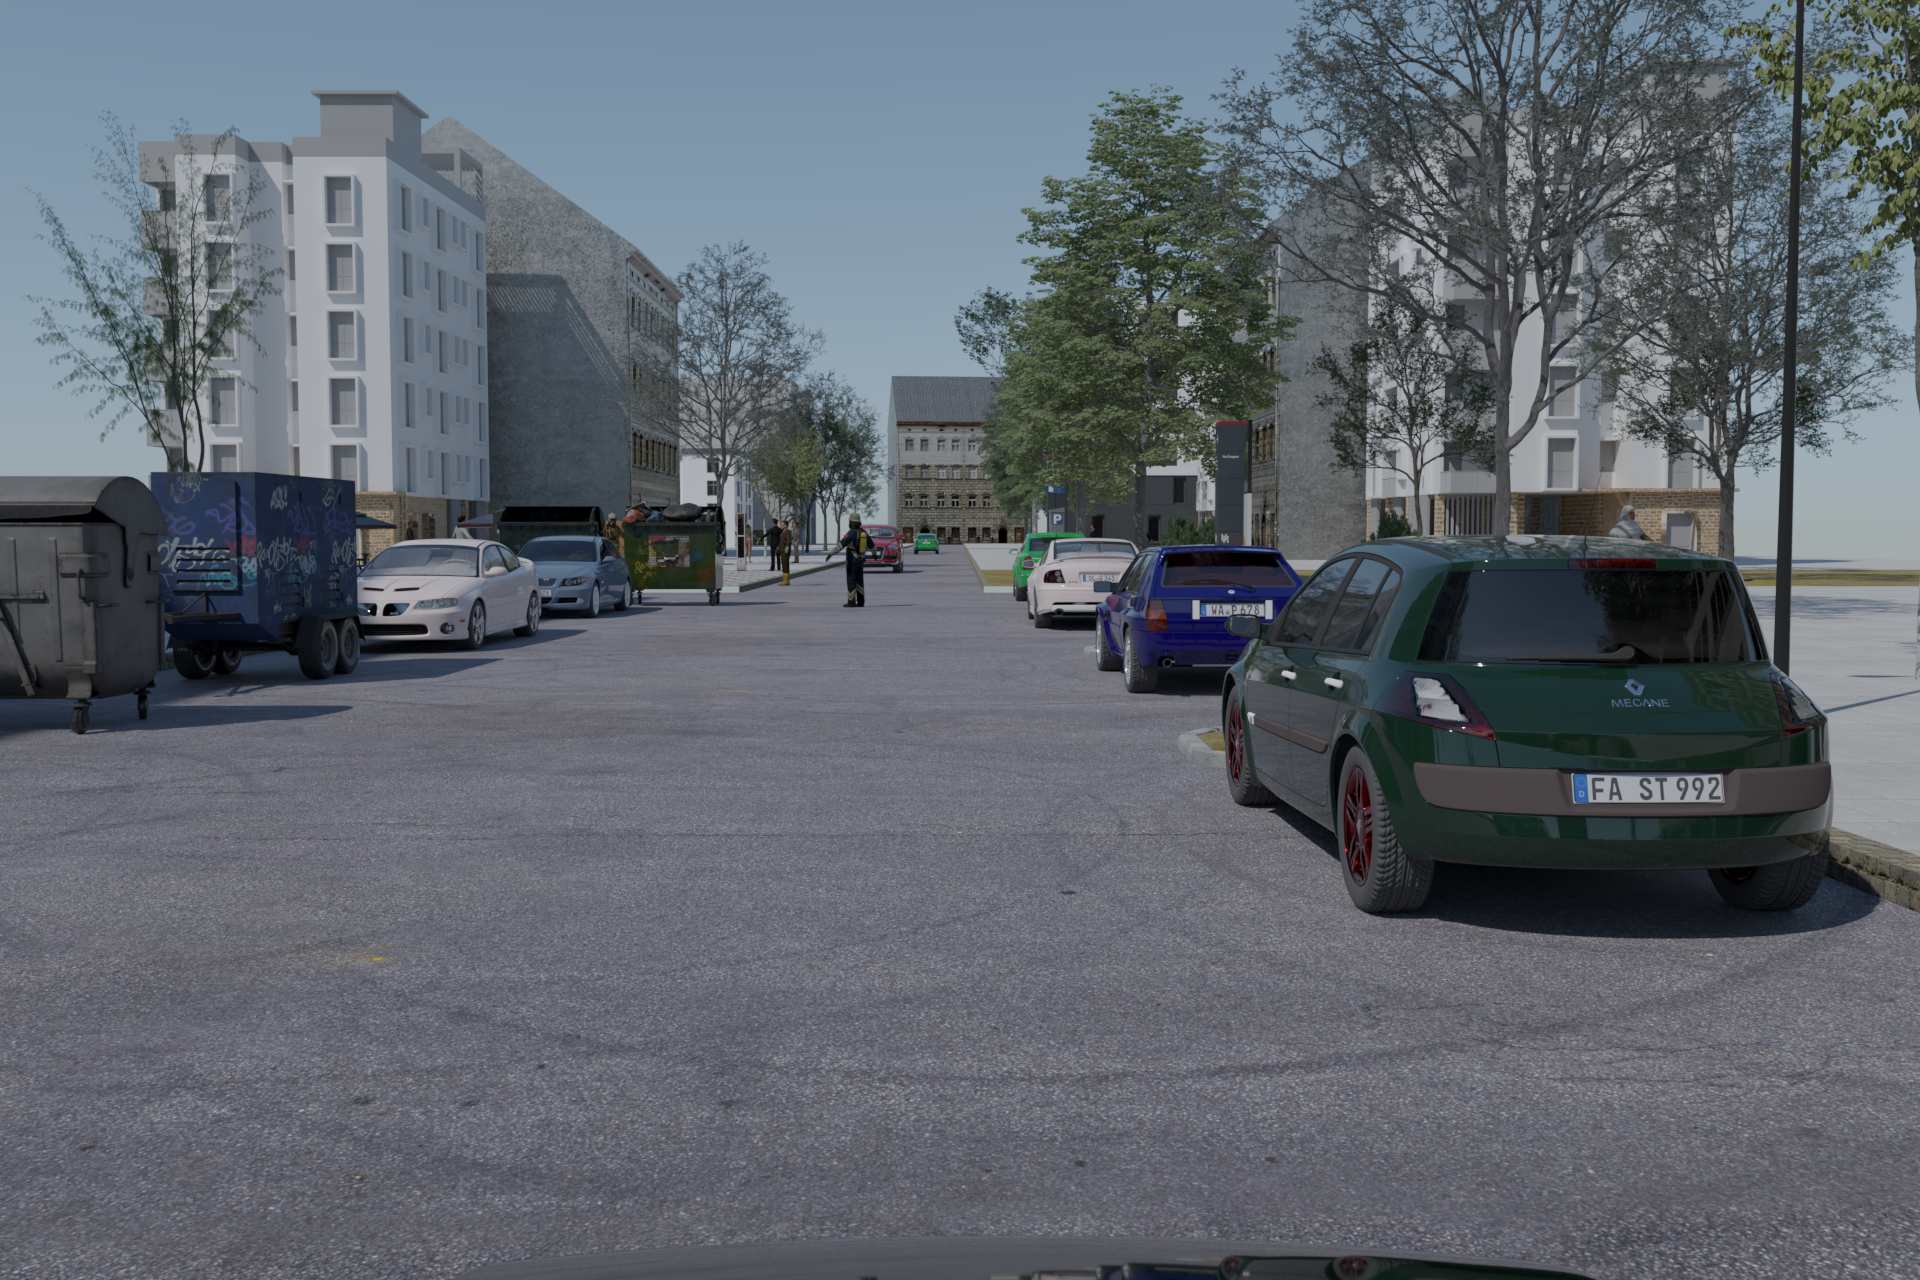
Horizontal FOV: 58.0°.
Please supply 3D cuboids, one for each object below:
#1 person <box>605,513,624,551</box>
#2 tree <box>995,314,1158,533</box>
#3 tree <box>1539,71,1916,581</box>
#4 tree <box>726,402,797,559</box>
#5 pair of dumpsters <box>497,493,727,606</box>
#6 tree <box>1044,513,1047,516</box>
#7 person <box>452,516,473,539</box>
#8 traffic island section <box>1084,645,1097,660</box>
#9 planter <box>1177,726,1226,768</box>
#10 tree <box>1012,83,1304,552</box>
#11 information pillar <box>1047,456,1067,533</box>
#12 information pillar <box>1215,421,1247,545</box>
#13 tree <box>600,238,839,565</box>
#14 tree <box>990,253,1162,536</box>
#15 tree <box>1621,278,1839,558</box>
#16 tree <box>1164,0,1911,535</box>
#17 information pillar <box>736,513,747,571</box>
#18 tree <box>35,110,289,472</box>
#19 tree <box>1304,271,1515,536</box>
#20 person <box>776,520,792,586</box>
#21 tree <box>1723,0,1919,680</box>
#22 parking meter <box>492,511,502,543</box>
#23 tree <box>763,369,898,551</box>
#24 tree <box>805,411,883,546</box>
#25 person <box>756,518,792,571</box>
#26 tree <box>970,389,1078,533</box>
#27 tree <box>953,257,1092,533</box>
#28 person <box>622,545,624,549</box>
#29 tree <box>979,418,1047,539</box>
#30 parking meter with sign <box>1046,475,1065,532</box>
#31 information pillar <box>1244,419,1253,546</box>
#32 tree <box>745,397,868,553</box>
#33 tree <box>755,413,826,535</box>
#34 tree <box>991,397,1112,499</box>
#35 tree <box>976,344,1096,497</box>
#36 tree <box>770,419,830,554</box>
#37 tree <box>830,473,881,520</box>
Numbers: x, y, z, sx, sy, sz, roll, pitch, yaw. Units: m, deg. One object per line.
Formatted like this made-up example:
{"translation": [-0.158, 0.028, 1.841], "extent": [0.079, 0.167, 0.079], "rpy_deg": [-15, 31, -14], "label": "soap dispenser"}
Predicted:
{"translation": [-9.414, -2.519, 46.961], "extent": [1.354, 1.858, 0.705], "rpy_deg": [-3, 4, -36], "label": "person"}
{"translation": [5.537, -9.550, 81.891], "extent": [9.928, 11.665, 9.643], "rpy_deg": [0, 3, 0], "label": "tree"}
{"translation": [20.972, -8.361, 47.079], "extent": [12.009, 13.543, 11.850], "rpy_deg": [0, 3, 0], "label": "tree"}
{"translation": [-10.174, -8.597, 90.922], "extent": [4.360, 8.622, 3.978], "rpy_deg": [0, 3, 0], "label": "tree"}
{"translation": [-6.957, -1.821, 34.730], "extent": [4.436, 2.255, 1.574], "rpy_deg": [0, 3, 0], "label": "pair of dumpsters"}
{"translation": [13.362, -17.626, 238.548], "extent": [4.737, 8.622, 4.395], "rpy_deg": [0, 3, 0], "label": "tree"}
{"translation": [-14.157, -2.641, 49.369], "extent": [0.705, 1.806, 1.347], "rpy_deg": [-3, 5, -45], "label": "person"}
{"translation": [2.472, 0.155, 20.326], "extent": [1.991, 0.108, 1.994], "rpy_deg": [0, 4, -1], "label": "traffic island section"}
{"translation": [2.450, 0.605, 11.254], "extent": [1.991, 0.319, 1.994], "rpy_deg": [0, 4, 1], "label": "planter"}
{"translation": [5.030, -7.720, 44.355], "extent": [7.486, 12.596, 7.792], "rpy_deg": [0, 3, 0], "label": "tree"}
{"translation": [3.230, -4.182, 57.755], "extent": [0.750, 3.857, 0.750], "rpy_deg": [0, 4, -1], "label": "information pillar"}
{"translation": [6.243, -3.093, 39.955], "extent": [0.750, 3.857, 0.750], "rpy_deg": [0, 4, 0], "label": "information pillar"}
{"translation": [-9.947, -9.879, 71.894], "extent": [12.009, 13.543, 11.850], "rpy_deg": [0, 3, 0], "label": "tree"}
{"translation": [4.695, -9.314, 70.405], "extent": [7.486, 12.596, 7.792], "rpy_deg": [0, 3, 0], "label": "tree"}
{"translation": [26.333, -7.619, 58.990], "extent": [7.601, 10.594, 8.767], "rpy_deg": [-1, 4, -18], "label": "tree"}
{"translation": [8.383, -7.079, 26.104], "extent": [12.009, 13.543, 11.850], "rpy_deg": [0, 3, 0], "label": "tree"}
{"translation": [-7.549, -3.386, 59.852], "extent": [0.304, 2.012, 0.304], "rpy_deg": [0, 4, 1], "label": "information pillar"}
{"translation": [-13.246, -4.882, 30.184], "extent": [4.360, 8.622, 3.978], "rpy_deg": [0, 3, 0], "label": "tree"}
{"translation": [16.148, -7.774, 61.523], "extent": [7.601, 10.594, 8.767], "rpy_deg": [2, 4, 31], "label": "tree"}
{"translation": [-4.886, -2.419, 48.153], "extent": [0.704, 1.812, 1.346], "rpy_deg": [-1, 4, -17], "label": "person"}
{"translation": [8.659, -3.944, 14.839], "extent": [4.737, 8.622, 4.395], "rpy_deg": [0, 3, 0], "label": "tree"}
{"translation": [-10.824, -2.152, 40.890], "extent": [0.399, 1.863, 0.255], "rpy_deg": [0, 3, 0], "label": "parking meter"}
{"translation": [-10.026, -13.339, 128.468], "extent": [12.009, 13.543, 11.850], "rpy_deg": [0, 3, 0], "label": "tree"}
{"translation": [-10.180, -13.369, 144.334], "extent": [9.928, 11.665, 9.643], "rpy_deg": [0, 3, 0], "label": "tree"}
{"translation": [-6.418, -3.316, 60.157], "extent": [1.347, 1.837, 0.705], "rpy_deg": [-2, 4, -28], "label": "person"}
{"translation": [5.505, -13.716, 130.918], "extent": [9.857, 13.997, 8.962], "rpy_deg": [0, 3, 0], "label": "tree"}
{"translation": [6.404, -16.012, 117.691], "extent": [12.611, 20.169, 13.585], "rpy_deg": [0, 3, 0], "label": "tree"}
{"translation": [-8.153, -2.375, 44.965], "extent": [1.347, 1.817, 0.704], "rpy_deg": [2, 4, 24], "label": "person"}
{"translation": [5.495, -13.709, 142.263], "extent": [7.486, 12.596, 7.792], "rpy_deg": [0, 3, 0], "label": "tree"}
{"translation": [2.760, -3.273, 49.775], "extent": [0.543, 3.016, 1.738], "rpy_deg": [0, 4, 1], "label": "parking meter with sign"}
{"translation": [5.904, -2.701, 35.520], "extent": [0.183, 3.616, 0.504], "rpy_deg": [0, 4, 0], "label": "information pillar"}
{"translation": [-10.393, -11.160, 116.885], "extent": [8.767, 10.594, 7.601], "rpy_deg": [0, 4, -2], "label": "tree"}
{"translation": [-10.241, -9.240, 101.430], "extent": [4.737, 8.622, 4.395], "rpy_deg": [0, 3, 0], "label": "tree"}
{"translation": [5.525, -9.766, 94.089], "extent": [8.767, 10.594, 7.601], "rpy_deg": [2, 4, 34], "label": "tree"}
{"translation": [5.722, -11.920, 105.267], "extent": [12.009, 13.543, 11.850], "rpy_deg": [0, 3, 0], "label": "tree"}
{"translation": [-10.248, -9.778, 110.239], "extent": [4.737, 8.622, 4.395], "rpy_deg": [0, 3, 0], "label": "tree"}
{"translation": [-14.362, -18.602, 238.554], "extent": [7.601, 10.594, 8.767], "rpy_deg": [0, 4, -2], "label": "tree"}
